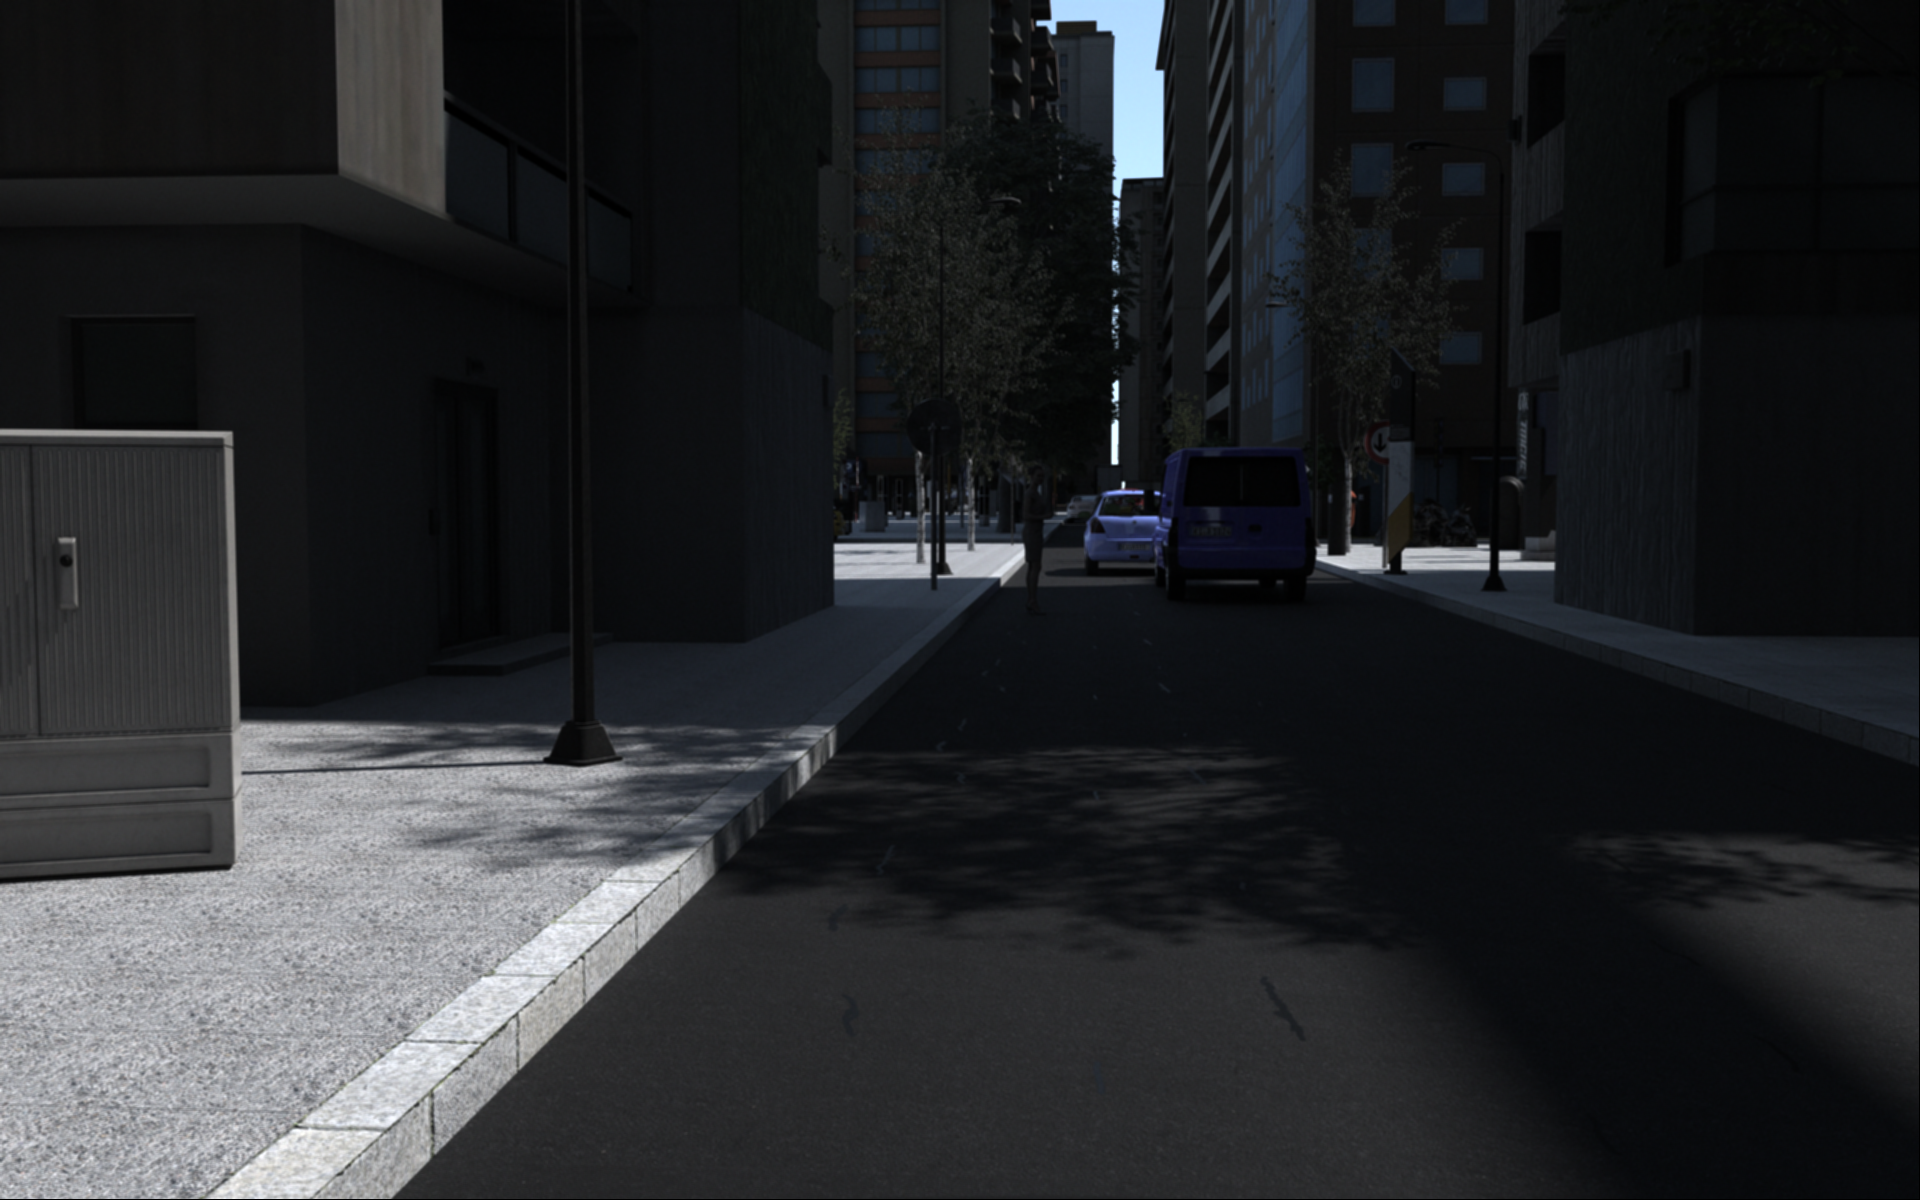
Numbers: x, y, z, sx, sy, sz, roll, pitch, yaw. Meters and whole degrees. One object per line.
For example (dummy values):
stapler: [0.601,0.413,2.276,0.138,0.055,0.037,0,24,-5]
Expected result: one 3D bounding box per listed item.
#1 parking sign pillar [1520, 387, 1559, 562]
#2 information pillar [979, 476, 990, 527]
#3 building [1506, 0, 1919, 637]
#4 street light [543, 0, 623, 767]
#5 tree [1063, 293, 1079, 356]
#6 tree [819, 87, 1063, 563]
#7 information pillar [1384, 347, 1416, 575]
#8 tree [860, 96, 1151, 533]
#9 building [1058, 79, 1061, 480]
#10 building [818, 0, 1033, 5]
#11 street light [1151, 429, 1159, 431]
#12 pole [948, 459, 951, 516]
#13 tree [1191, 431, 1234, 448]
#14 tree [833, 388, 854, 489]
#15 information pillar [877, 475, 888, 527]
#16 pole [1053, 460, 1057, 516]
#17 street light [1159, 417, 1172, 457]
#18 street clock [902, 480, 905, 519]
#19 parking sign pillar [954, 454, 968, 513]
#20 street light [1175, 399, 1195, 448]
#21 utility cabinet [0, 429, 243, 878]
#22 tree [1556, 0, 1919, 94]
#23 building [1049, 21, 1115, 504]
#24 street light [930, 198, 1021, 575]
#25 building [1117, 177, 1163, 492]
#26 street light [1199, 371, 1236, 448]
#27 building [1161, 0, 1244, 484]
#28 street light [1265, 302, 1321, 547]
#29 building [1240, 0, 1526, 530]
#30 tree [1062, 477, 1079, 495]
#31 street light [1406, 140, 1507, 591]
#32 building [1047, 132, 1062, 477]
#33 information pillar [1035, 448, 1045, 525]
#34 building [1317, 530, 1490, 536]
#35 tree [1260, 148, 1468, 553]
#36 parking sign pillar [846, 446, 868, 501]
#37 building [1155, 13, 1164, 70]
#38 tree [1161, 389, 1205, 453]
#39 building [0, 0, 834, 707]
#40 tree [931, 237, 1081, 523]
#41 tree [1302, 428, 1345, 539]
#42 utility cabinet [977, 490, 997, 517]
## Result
parking sign pillar: [11.549,-2.739,33.257,1.447,3.967,1.447,-1,4,-21]
information pillar: [0.965,-3.921,68.602,0.304,2.012,0.304,-3,5,-44]
building: [14.162,-15.250,21.037,14.160,30.474,14.107,0,4,4]
street light: [-1.271,-2.174,8.094,1.470,5.913,1.316,0,4,4]
tree: [0.331,-5.412,38.853,4.360,8.622,3.978,0,3,0]
tree: [-0.662,-4.975,31.710,4.360,8.622,3.978,0,3,0]
information pillar: [6.990,-2.208,27.452,0.183,3.616,0.504,-2,4,-30]
tree: [1.620,-9.192,56.952,9.857,13.997,8.962,0,3,0]
building: [-1.353,-31.523,170.022,22.147,44.769,28.867,0,4,4]
building: [-3.730,-29.747,140.986,22.147,44.769,28.867,0,4,4]
street light: [14.400,-9.292,124.459,1.470,5.913,1.316,0,4,4]
pole: [-0.627,-6.611,101.926,0.158,3.312,0.155,0,3,0]
tree: [12.914,-6.348,87.503,4.285,4.588,4.351,0,3,0]
tree: [-8.772,-9.993,113.748,4.737,8.622,4.395,0,3,0]
information pillar: [-3.050,-3.908,68.391,0.304,2.012,0.304,3,5,39]
pole: [5.461,-6.458,99.430,0.158,3.312,0.155,0,3,0]
street light: [12.910,-8.044,104.065,1.470,5.913,1.316,0,4,4]
street clock: [-2.986,-5.209,89.733,0.358,2.002,0.471,0,4,3]
parking sign pillar: [0.304,-7.936,118.231,1.447,3.967,1.447,2,4,26]
street light: [11.303,-6.861,84.724,1.470,5.913,1.316,0,4,4]
utility cabinet: [-3.071,0.175,5.816,1.173,1.500,0.318,-1,4,-18]
tree: [7.039,-5.162,10.152,9.928,11.665,9.643,0,3,0]
building: [5.274,-41.505,220.602,28.212,58.520,21.231,0,4,4]
street light: [0.250,-3.352,27.342,1.470,5.913,1.316,0,4,4]
building: [26.888,-32.619,216.909,14.086,41.232,14.154,0,4,4]
street light: [9.809,-5.668,65.207,1.470,5.913,1.316,0,4,4]
building: [27.121,-31.367,136.556,21.300,48.544,21.600,0,4,4]
street light: [8.094,-4.254,42.100,1.470,5.913,1.316,0,4,4]
building: [19.717,-25.928,74.037,14.600,45.320,14.200,0,4,4]
tree: [12.585,-12.239,194.710,1.663,3.219,1.824,0,3,0]
street light: [6.547,-3.077,22.854,1.470,5.913,1.316,0,4,4]
building: [4.331,-31.217,193.996,14.086,41.232,14.154,0,4,4]
information pillar: [3.310,-4.937,72.079,0.183,3.616,0.504,-3,4,-38]
building: [18.204,-24.920,57.552,14.200,45.320,14.600,0,4,4]
tree: [8.736,-5.344,37.735,4.360,8.622,3.978,0,3,0]
parking sign pillar: [-5.845,-6.639,97.021,1.447,3.967,1.447,2,4,27]
building: [35.610,-36.422,184.740,28.713,52.752,27.495,0,4,4]
tree: [15.798,-10.387,120.185,4.737,8.622,4.395,0,3,0]
building: [-8.977,-20.117,12.505,14.154,41.232,14.086,0,4,4]
tree: [2.470,-9.741,77.398,7.486,12.596,7.792,0,3,0]
tree: [10.487,-3.390,50.025,1.663,3.219,1.824,0,3,0]
utility cabinet: [1.480,-5.295,95.252,1.173,1.500,0.318,-3,5,-41]
